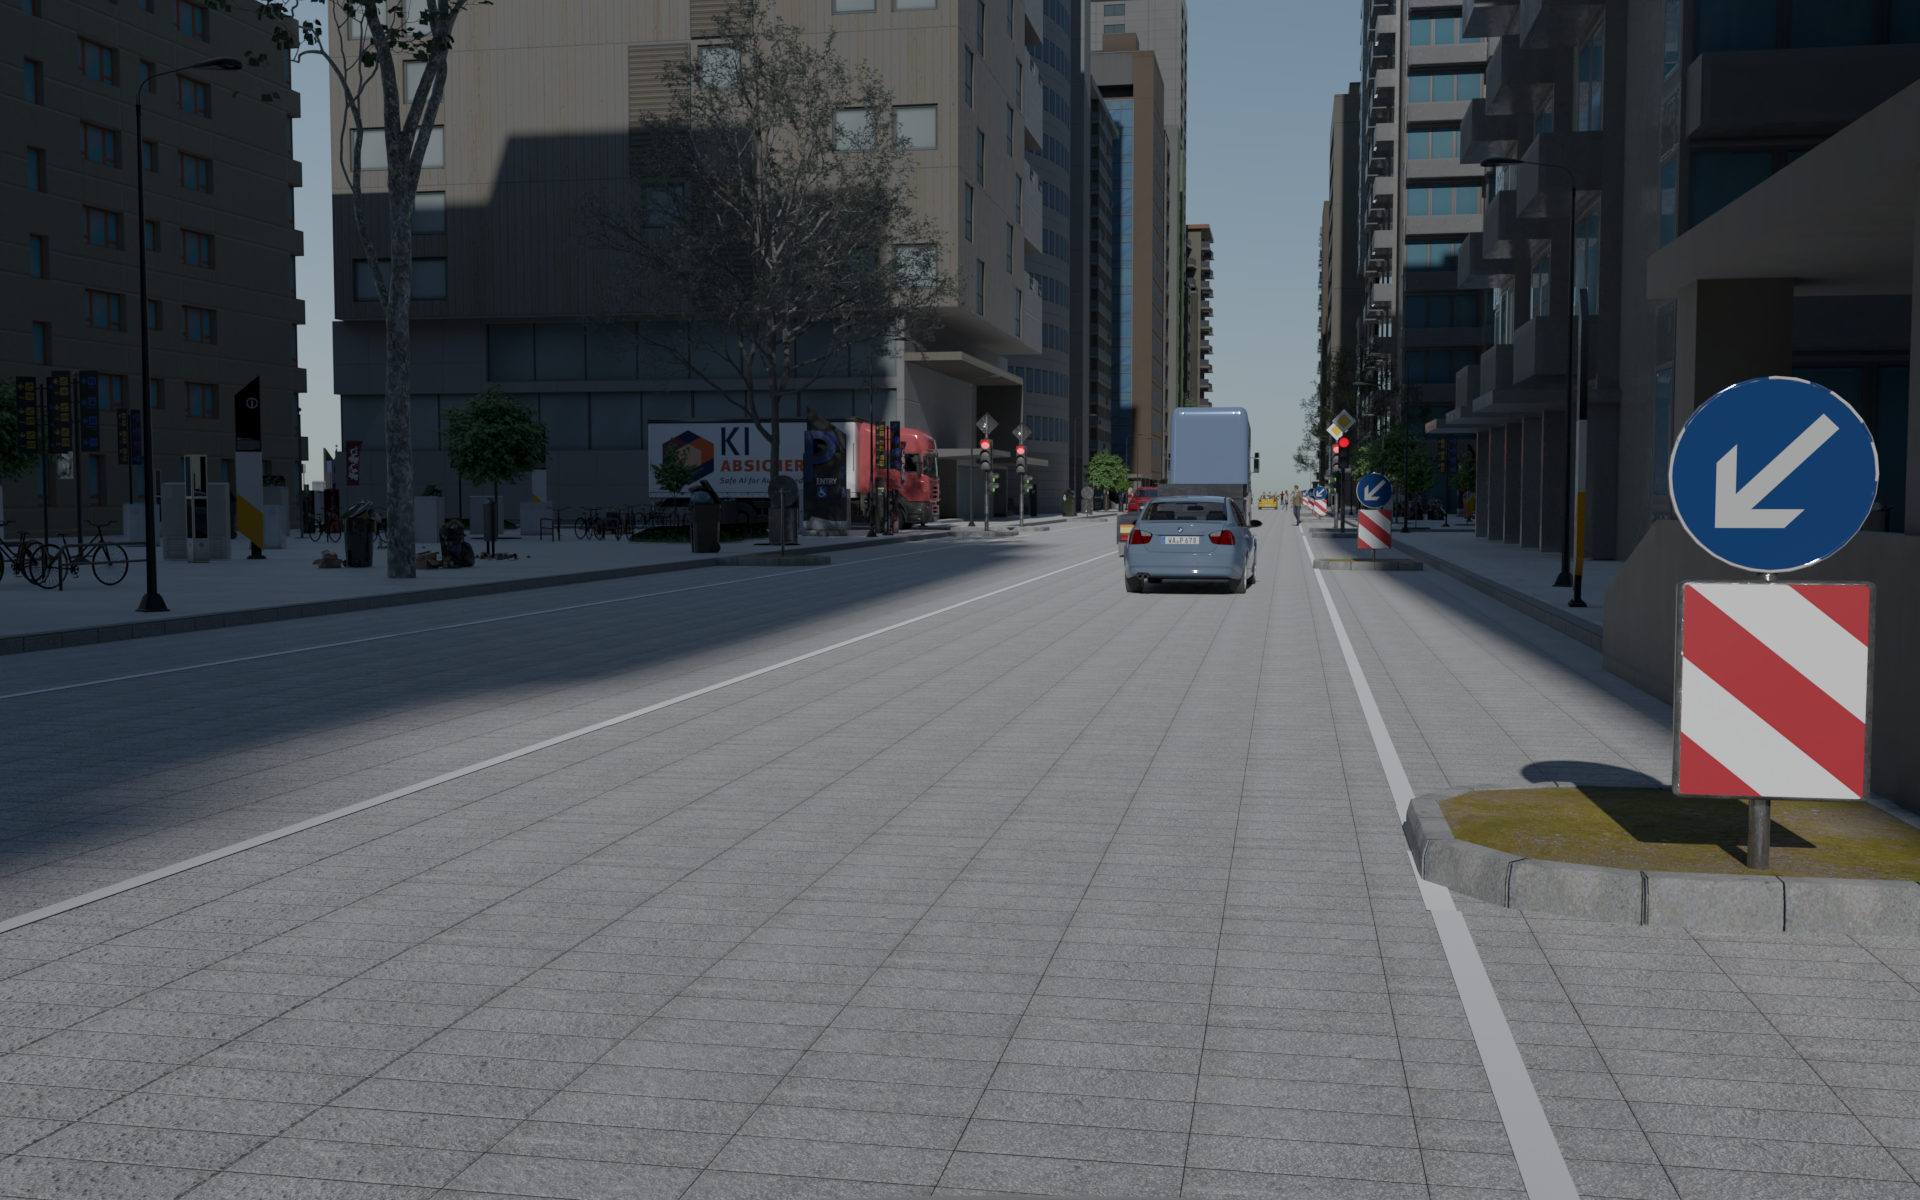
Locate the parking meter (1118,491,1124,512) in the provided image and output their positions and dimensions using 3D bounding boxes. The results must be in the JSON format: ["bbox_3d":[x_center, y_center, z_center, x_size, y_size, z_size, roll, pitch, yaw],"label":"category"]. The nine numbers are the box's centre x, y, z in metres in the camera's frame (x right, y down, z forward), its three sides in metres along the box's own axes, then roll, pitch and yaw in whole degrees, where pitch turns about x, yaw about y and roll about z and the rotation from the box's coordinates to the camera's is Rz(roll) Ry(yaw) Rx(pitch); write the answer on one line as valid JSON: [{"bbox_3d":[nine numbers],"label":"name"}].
[{"bbox_3d":[11.526,-7.065,123.921,0.372,1.533,0.369,0,3,0],"label":"parking meter"}]

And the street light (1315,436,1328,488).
[{"bbox_3d":[30.961,-10.632,146.373,1.470,5.913,1.316,1,4,11],"label":"street light"}]

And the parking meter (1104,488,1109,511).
[{"bbox_3d":[11.251,-7.803,133.291,0.255,1.863,0.399,-2,4,-24],"label":"parking meter"}]

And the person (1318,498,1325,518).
[{"bbox_3d":[21.457,-5.728,102.708,0.362,1.759,0.519,3,5,40],"label":"person"}]

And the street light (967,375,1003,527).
[{"bbox_3d":[0.992,-5.829,67.843,1.470,5.913,1.316,1,4,11],"label":"street light"}]

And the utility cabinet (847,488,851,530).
[{"bbox_3d":[-4.248,-3.201,61.007,0.318,1.500,1.173,2,4,25],"label":"utility cabinet"}]

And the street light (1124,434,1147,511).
[{"bbox_3d":[13.397,-9.851,133.597,1.470,5.913,1.316,1,4,11],"label":"street light"}]

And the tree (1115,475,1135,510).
[{"bbox_3d":[12.872,-8.778,138.116,1.663,3.219,1.824,0,3,0],"label":"tree"}]

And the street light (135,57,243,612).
[{"bbox_3d":[-8.307,-2.821,18.673,1.470,5.913,1.316,1,4,11],"label":"street light"}]

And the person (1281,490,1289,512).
[{"bbox_3d":[25.913,-7.880,137.929,0.643,1.750,0.593,1,4,21],"label":"person"}]

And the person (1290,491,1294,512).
[{"bbox_3d":[26.859,-7.963,139.700,0.512,1.701,0.522,1,4,13],"label":"person"}]

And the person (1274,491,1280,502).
[{"bbox_3d":[34.716,-11.065,190.135,0.721,1.736,1.217,-3,5,-42],"label":"person"}]

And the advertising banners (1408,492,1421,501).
[{"bbox_3d":[27.580,-6.727,106.180,0.090,3.025,2.074,-1,4,-21],"label":"advertising banners"}]

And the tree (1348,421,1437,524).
[{"bbox_3d":[19.207,-5.629,75.748,4.285,4.588,4.351,0,3,0],"label":"tree"}]

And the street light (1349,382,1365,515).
[{"bbox_3d":[17.014,-6.082,71.987,1.470,5.913,1.316,1,4,11],"label":"street light"}]

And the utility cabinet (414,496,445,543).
[{"bbox_3d":[-14.049,-2.107,45.614,1.020,1.237,0.306,2,4,26],"label":"utility cabinet"}]

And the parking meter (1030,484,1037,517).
[{"bbox_3d":[4.153,-5.640,97.926,0.399,1.863,0.255,1,4,12],"label":"parking meter"}]

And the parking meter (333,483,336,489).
[{"bbox_3d":[-29.895,-4.737,83.163,0.399,1.863,0.255,2,4,34],"label":"parking meter"}]

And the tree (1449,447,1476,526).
[{"bbox_3d":[20.865,-4.656,70.720,1.663,3.219,1.824,0,3,0],"label":"tree"}]

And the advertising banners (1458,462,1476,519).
[{"bbox_3d":[26.156,-5.688,89.183,0.090,3.025,2.074,-1,4,-13],"label":"advertising banners"}]

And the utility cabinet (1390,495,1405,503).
[{"bbox_3d":[26.076,-5.650,103.541,1.020,1.237,0.306,-1,4,-20],"label":"utility cabinet"}]

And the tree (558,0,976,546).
[{"bbox_3d":[-4.711,-8.102,42.831,12.009,13.543,11.850,0,3,0],"label":"tree"}]

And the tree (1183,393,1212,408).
[{"bbox_3d":[28.279,-18.968,216.777,9.857,13.997,8.962,0,3,0],"label":"tree"}]

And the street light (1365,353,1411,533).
[{"bbox_3d":[14.190,-5.174,57.141,1.470,5.913,1.316,1,4,11],"label":"street light"}]

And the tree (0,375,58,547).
[{"bbox_3d":[-23.825,-3.582,42.276,4.285,4.588,4.351,0,3,0],"label":"tree"}]

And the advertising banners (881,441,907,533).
[{"bbox_3d":[-2.135,-3.705,56.760,0.090,3.025,2.074,1,4,20],"label":"advertising banners"}]

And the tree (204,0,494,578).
[{"bbox_3d":[-7.504,-10.464,26.978,12.611,20.169,13.585,0,3,0],"label":"tree"}]

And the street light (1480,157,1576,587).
[{"bbox_3d":[7.867,-3.144,23.953,1.470,5.913,1.316,1,4,11],"label":"street light"}]

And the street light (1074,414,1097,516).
[{"bbox_3d":[7.249,-7.848,100.863,1.470,5.913,1.316,1,4,11],"label":"street light"}]

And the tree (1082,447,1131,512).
[{"bbox_3d":[10.330,-8.447,121.825,4.285,4.588,4.351,0,3,0],"label":"tree"}]

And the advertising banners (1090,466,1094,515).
[{"bbox_3d":[8.112,-6.747,106.496,0.090,3.025,2.074,1,4,12],"label":"advertising banners"}]

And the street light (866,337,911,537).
[{"bbox_3d":[-2.099,-4.823,51.395,1.470,5.913,1.316,1,4,11],"label":"street light"}]

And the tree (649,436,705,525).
[{"bbox_3d":[-9.699,-3.887,58.151,1.663,3.219,1.824,0,3,0],"label":"tree"}]

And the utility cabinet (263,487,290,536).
[{"bbox_3d":[-20.673,-2.658,52.141,1.173,1.500,0.318,2,4,33],"label":"utility cabinet"}]

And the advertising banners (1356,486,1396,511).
[{"bbox_3d":[20.015,-5.294,82.752,2.074,3.025,0.090,1,4,12],"label":"advertising banners"}]

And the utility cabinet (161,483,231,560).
[{"bbox_3d":[-14.785,-1.520,33.527,1.173,1.500,0.318,0,4,-7],"label":"utility cabinet"}]

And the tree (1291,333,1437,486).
[{"bbox_3d":[23.383,-10.105,99.633,8.767,10.594,7.601,2,4,24],"label":"tree"}]

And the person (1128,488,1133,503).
[{"bbox_3d":[9.668,-5.425,97.375,0.526,1.800,0.537,3,4,36],"label":"person"}]

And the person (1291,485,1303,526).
[{"bbox_3d":[15.200,-4.262,78.091,0.656,1.842,0.836,2,4,29],"label":"person"}]

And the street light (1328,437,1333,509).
[{"bbox_3d":[23.251,-8.114,105.202,1.470,5.913,1.316,1,4,11],"label":"street light"}]

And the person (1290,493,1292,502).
[{"bbox_3d":[50.981,-15.685,266.426,0.415,1.643,0.593,2,4,33],"label":"person"}]

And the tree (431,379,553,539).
[{"bbox_3d":[-13.390,-4.026,49.540,4.285,4.588,4.351,0,3,0],"label":"tree"}]

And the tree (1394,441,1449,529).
[{"bbox_3d":[16.725,-4.236,63.866,1.663,3.219,1.824,0,3,0],"label":"tree"}]

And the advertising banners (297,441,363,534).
[{"bbox_3d":[-20.537,-3.688,56.490,2.074,3.025,0.090,-2,4,-28],"label":"advertising banners"}]

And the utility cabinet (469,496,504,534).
[{"bbox_3d":[-15.084,-2.692,55.179,1.020,1.237,0.306,-1,4,-10],"label":"utility cabinet"}]

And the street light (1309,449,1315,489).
[{"bbox_3d":[37.307,-12.683,179.902,1.470,5.913,1.316,1,4,11],"label":"street light"}]
